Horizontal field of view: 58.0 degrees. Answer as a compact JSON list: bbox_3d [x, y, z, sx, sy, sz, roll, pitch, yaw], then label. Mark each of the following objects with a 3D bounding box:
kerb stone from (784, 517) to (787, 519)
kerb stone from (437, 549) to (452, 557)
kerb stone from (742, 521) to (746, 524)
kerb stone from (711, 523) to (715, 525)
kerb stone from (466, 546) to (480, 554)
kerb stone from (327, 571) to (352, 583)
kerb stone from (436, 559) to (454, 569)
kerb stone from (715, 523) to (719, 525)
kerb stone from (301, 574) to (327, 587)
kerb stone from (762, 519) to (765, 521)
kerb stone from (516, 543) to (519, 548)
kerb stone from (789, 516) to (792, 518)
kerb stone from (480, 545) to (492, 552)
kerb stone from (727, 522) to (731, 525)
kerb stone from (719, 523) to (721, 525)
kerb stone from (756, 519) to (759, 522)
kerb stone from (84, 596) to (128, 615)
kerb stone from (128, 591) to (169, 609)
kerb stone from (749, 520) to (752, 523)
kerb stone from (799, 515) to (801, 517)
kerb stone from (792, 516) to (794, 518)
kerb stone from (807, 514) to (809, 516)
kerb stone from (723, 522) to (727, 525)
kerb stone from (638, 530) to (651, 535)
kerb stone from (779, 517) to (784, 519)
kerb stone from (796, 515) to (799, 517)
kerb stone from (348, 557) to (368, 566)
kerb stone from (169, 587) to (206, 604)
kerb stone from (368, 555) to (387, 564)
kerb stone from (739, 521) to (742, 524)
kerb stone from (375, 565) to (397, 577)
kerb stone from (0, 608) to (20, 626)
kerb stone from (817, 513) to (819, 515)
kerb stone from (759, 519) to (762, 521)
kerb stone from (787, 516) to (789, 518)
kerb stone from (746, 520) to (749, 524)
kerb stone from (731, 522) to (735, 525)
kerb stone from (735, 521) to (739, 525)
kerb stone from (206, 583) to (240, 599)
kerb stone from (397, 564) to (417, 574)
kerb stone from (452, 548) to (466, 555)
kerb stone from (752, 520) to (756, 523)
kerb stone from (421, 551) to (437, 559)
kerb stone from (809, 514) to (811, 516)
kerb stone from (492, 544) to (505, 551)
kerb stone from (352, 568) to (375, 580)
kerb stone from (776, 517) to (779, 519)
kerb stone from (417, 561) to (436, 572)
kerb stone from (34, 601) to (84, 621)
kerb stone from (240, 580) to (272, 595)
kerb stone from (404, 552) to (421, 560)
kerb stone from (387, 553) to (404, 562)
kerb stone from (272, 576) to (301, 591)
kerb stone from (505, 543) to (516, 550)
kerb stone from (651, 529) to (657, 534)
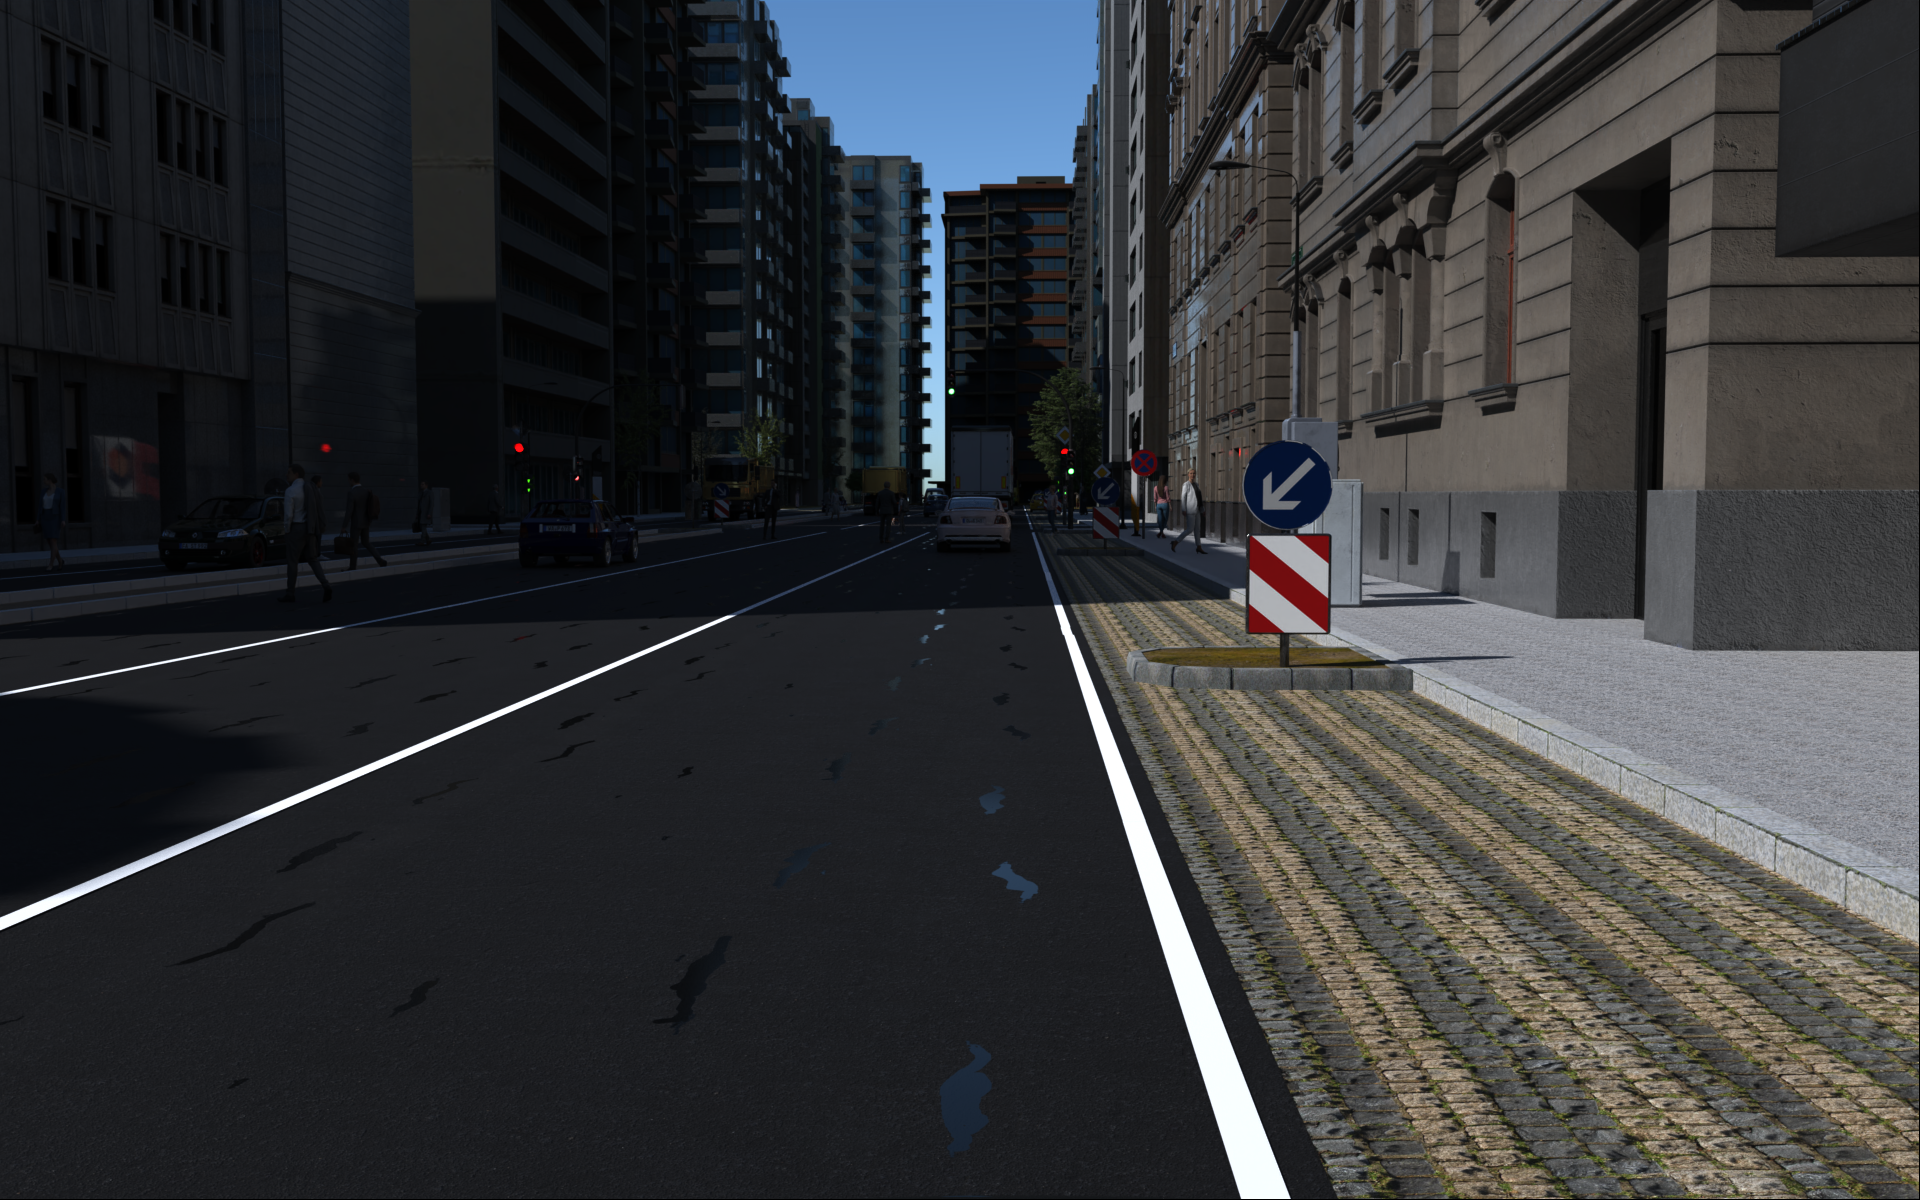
[{"bbox_3d":[-9.913,-4.538,96.442,0.120,0.150,1.000,0,4,2],"label":"kerb stone"},{"bbox_3d":[-11.882,-1.054,39.519,0.120,0.150,1.000,0,4,2],"label":"kerb stone"},{"bbox_3d":[-10.413,-3.662,82.077,0.120,0.150,1.000,0,4,2],"label":"kerb stone"},{"bbox_3d":[-10.700,-3.160,73.862,0.120,0.150,1.000,0,4,2],"label":"kerb stone"},{"bbox_3d":[-11.808,-1.184,41.561,0.120,0.150,1.000,0,4,2],"label":"kerb stone"},{"bbox_3d":[-10.172,-0.355,28.144,0.120,0.150,1.000,0,4,2],"label":"kerb stone"},{"bbox_3d":[-9.997,-0.677,33.279,0.120,0.150,1.000,0,4,2],"label":"kerb stone"},{"bbox_3d":[-10.671,-3.223,74.888,0.120,0.150,1.000,0,4,2],"label":"kerb stone"},{"bbox_3d":[-10.209,-0.301,27.119,0.120,0.150,1.000,0,4,2],"label":"kerb stone"},{"bbox_3d":[-10.196,-4.034,88.224,0.120,0.150,1.000,0,4,2],"label":"kerb stone"},{"bbox_3d":[-11.672,-1.431,45.652,0.120,0.150,1.000,0,4,2],"label":"kerb stone"},{"bbox_3d":[-9.848,-4.666,98.486,0.120,0.150,1.000,0,4,2],"label":"kerb stone"},{"bbox_3d":[-11.779,-1.247,42.583,0.120,0.150,1.000,0,4,2],"label":"kerb stone"},{"bbox_3d":[-10.559,-3.405,77.963,0.120,0.150,1.000,0,4,2],"label":"kerb stone"},{"bbox_3d":[-10.627,-3.285,75.912,0.120,0.150,1.000,0,4,2],"label":"kerb stone"},{"bbox_3d":[-10.276,-3.913,86.173,0.120,0.150,1.000,0,4,2],"label":"kerb stone"},{"bbox_3d":[-10.423,0.075,20.975,0.120,0.150,1.000,0,4,2],"label":"kerb stone"},{"bbox_3d":[-10.389,0.012,22.002,0.120,0.150,1.000,0,4,2],"label":"kerb stone"},{"bbox_3d":[-10.343,-3.787,84.129,0.120,0.150,1.000,0,4,2],"label":"kerb stone"},{"bbox_3d":[-9.703,-4.916,102.574,0.120,0.150,1.000,0,4,2],"label":"kerb stone"},{"bbox_3d":[-9.812,-4.729,99.508,0.120,0.150,1.000,0,4,2],"label":"kerb stone"},{"bbox_3d":[-9.561,-5.168,106.689,0.120,0.150,1.000,0,4,2],"label":"kerb stone"},{"bbox_3d":[-10.590,-3.347,76.939,0.120,0.150,1.000,0,4,2],"label":"kerb stone"},{"bbox_3d":[-11.150,-2.374,61.012,0.120,0.150,1.000,0,4,2],"label":"kerb stone"},{"bbox_3d":[-9.951,-4.478,95.418,0.120,0.150,1.000,0,4,2],"label":"kerb stone"},{"bbox_3d":[-9.739,-4.851,101.552,0.120,0.150,1.000,0,4,2],"label":"kerb stone"},{"bbox_3d":[-12.066,-0.747,34.413,0.120,0.150,1.000,0,4,2],"label":"kerb stone"},{"bbox_3d":[-10.352,-0.051,23.029,0.120,0.150,1.000,0,4,2],"label":"kerb stone"},{"bbox_3d":[-12.019,-0.806,35.434,0.120,0.150,1.000,0,4,2],"label":"kerb stone"},{"bbox_3d":[-10.452,-3.599,81.039,0.120,0.150,1.000,0,4,2],"label":"kerb stone"},{"bbox_3d":[-10.103,-0.490,30.201,0.120,0.150,1.000,0,4,2],"label":"kerb stone"},{"bbox_3d":[-10.499,0.200,18.931,0.120,0.150,1.000,0,4,2],"label":"kerb stone"},{"bbox_3d":[-9.389,-5.482,111.823,0.120,0.150,1.000,0,4,2],"label":"kerb stone"},{"bbox_3d":[-10.233,-3.976,87.202,0.120,0.150,1.000,0,4,2],"label":"kerb stone"},{"bbox_3d":[-9.883,-4.604,97.464,0.120,0.150,1.000,0,4,2],"label":"kerb stone"},{"bbox_3d":[-10.380,-3.725,83.103,0.120,0.150,1.000,0,4,2],"label":"kerb stone"},{"bbox_3d":[-10.522,-3.473,78.985,0.120,0.150,1.000,0,4,2],"label":"kerb stone"},{"bbox_3d":[-10.486,-3.531,80.011,0.120,0.150,1.000,0,4,2],"label":"kerb stone"},{"bbox_3d":[-10.321,-0.113,24.050,0.120,0.150,1.000,0,4,2],"label":"kerb stone"},{"bbox_3d":[-10.069,-0.552,31.223,0.120,0.150,1.000,0,4,2],"label":"kerb stone"},{"bbox_3d":[-11.851,-1.122,40.540,0.120,0.150,1.000,0,4,2],"label":"kerb stone"},{"bbox_3d":[-10.308,-3.851,85.151,0.120,0.150,1.000,0,4,2],"label":"kerb stone"},{"bbox_3d":[-11.913,-0.994,38.498,0.120,0.150,1.000,0,4,2],"label":"kerb stone"},{"bbox_3d":[-9.533,-5.230,107.711,0.120,0.150,1.000,0,4,2],"label":"kerb stone"},{"bbox_3d":[-11.732,-1.309,43.604,0.120,0.150,1.000,0,4,2],"label":"kerb stone"},{"bbox_3d":[-10.137,-0.427,29.174,0.120,0.150,1.000,0,4,2],"label":"kerb stone"},{"bbox_3d":[-10.018,-4.351,93.363,0.120,0.150,1.000,0,4,2],"label":"kerb stone"},{"bbox_3d":[-10.036,-0.606,32.247,0.120,0.150,1.000,0,4,2],"label":"kerb stone"},{"bbox_3d":[-10.451,0.137,19.952,0.120,0.150,1.000,0,4,2],"label":"kerb stone"},{"bbox_3d":[-10.273,-0.176,25.076,0.120,0.150,1.000,0,4,2],"label":"kerb stone"},{"bbox_3d":[-11.952,-0.935,37.476,0.120,0.150,1.000,0,4,2],"label":"kerb stone"},{"bbox_3d":[-11.987,-0.864,36.455,0.120,0.150,1.000,0,4,2],"label":"kerb stone"},{"bbox_3d":[-10.241,-0.239,26.097,0.120,0.150,1.000,0,4,2],"label":"kerb stone"},{"bbox_3d":[-11.714,-1.372,44.630,0.120,0.150,1.000,0,4,2],"label":"kerb stone"},{"bbox_3d":[-11.110,-2.437,62.034,0.120,0.150,1.000,0,4,2],"label":"kerb stone"}]
